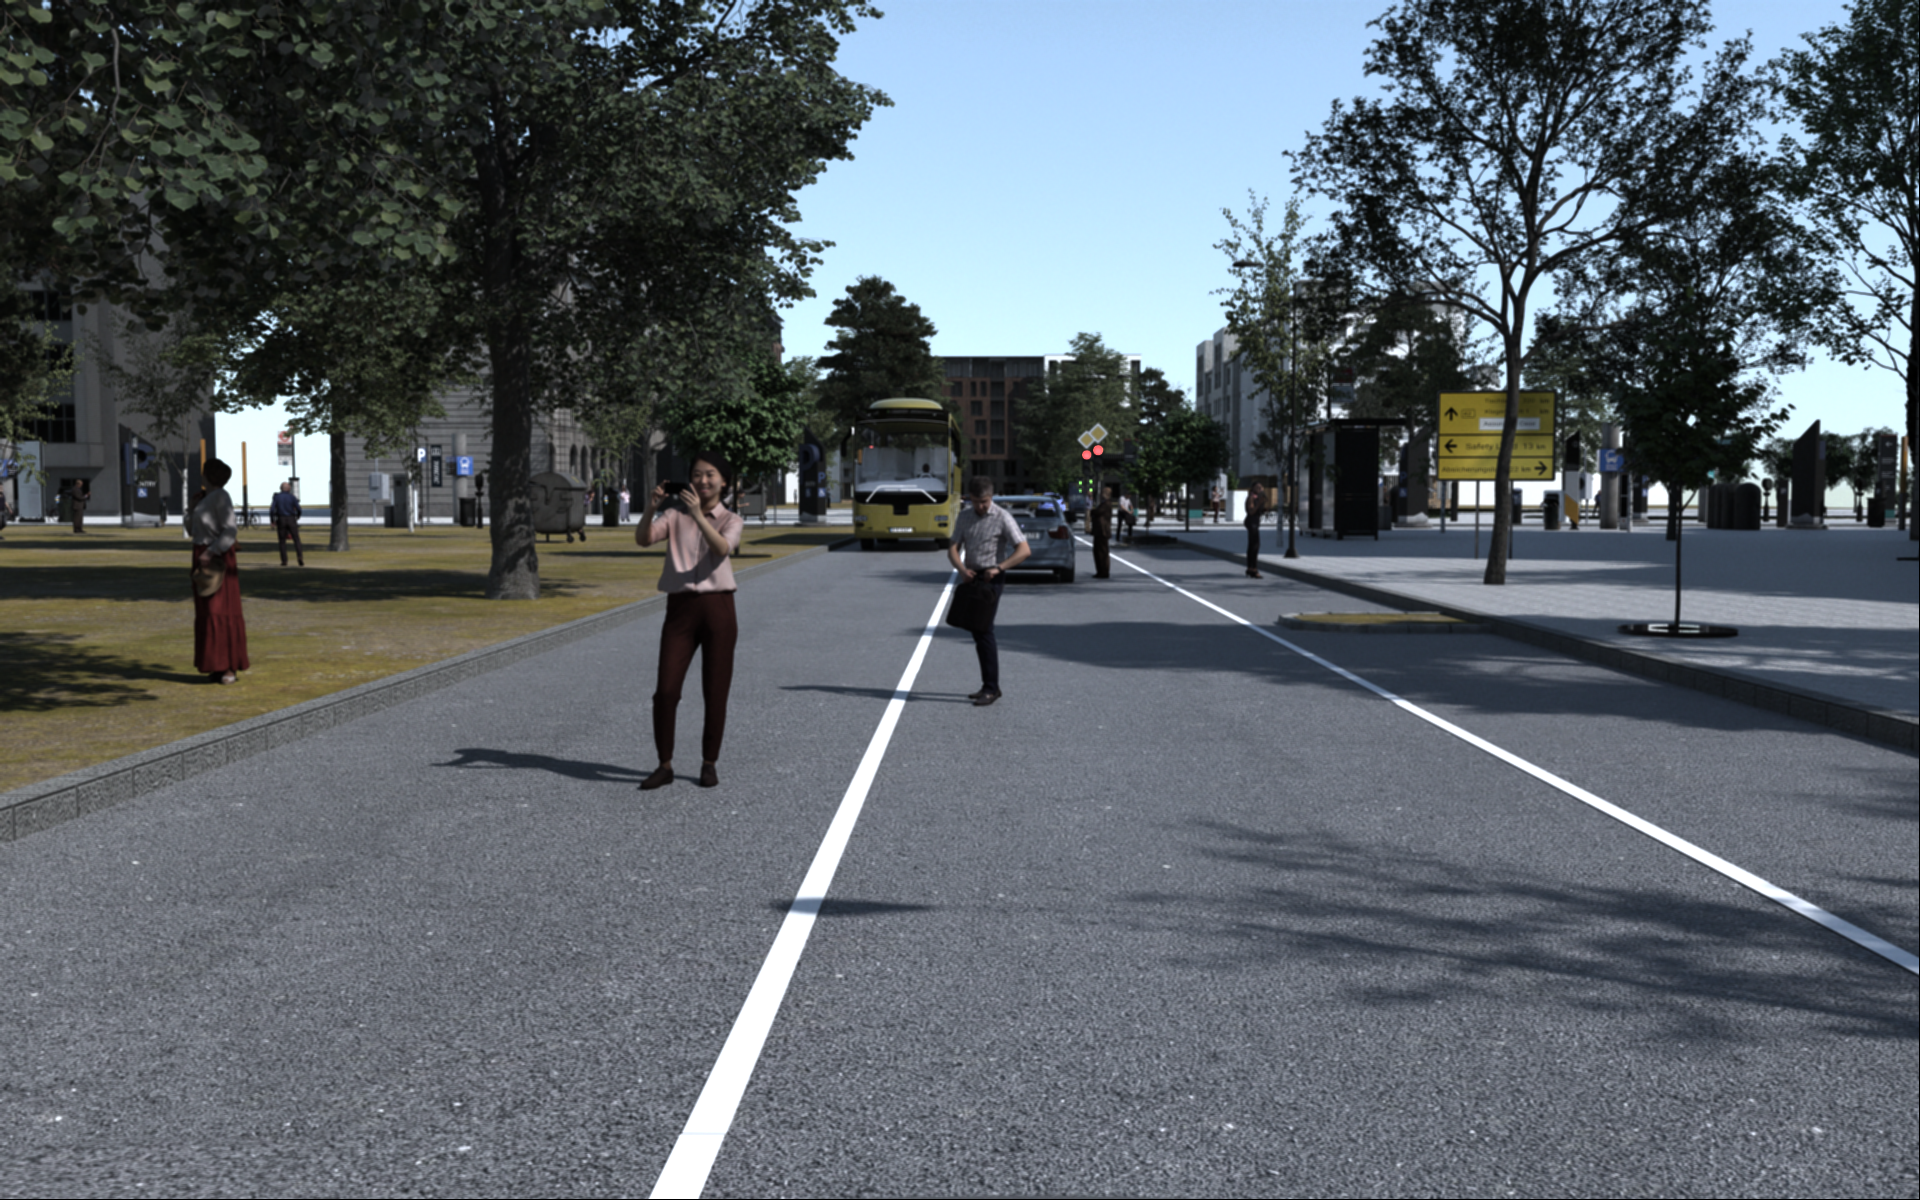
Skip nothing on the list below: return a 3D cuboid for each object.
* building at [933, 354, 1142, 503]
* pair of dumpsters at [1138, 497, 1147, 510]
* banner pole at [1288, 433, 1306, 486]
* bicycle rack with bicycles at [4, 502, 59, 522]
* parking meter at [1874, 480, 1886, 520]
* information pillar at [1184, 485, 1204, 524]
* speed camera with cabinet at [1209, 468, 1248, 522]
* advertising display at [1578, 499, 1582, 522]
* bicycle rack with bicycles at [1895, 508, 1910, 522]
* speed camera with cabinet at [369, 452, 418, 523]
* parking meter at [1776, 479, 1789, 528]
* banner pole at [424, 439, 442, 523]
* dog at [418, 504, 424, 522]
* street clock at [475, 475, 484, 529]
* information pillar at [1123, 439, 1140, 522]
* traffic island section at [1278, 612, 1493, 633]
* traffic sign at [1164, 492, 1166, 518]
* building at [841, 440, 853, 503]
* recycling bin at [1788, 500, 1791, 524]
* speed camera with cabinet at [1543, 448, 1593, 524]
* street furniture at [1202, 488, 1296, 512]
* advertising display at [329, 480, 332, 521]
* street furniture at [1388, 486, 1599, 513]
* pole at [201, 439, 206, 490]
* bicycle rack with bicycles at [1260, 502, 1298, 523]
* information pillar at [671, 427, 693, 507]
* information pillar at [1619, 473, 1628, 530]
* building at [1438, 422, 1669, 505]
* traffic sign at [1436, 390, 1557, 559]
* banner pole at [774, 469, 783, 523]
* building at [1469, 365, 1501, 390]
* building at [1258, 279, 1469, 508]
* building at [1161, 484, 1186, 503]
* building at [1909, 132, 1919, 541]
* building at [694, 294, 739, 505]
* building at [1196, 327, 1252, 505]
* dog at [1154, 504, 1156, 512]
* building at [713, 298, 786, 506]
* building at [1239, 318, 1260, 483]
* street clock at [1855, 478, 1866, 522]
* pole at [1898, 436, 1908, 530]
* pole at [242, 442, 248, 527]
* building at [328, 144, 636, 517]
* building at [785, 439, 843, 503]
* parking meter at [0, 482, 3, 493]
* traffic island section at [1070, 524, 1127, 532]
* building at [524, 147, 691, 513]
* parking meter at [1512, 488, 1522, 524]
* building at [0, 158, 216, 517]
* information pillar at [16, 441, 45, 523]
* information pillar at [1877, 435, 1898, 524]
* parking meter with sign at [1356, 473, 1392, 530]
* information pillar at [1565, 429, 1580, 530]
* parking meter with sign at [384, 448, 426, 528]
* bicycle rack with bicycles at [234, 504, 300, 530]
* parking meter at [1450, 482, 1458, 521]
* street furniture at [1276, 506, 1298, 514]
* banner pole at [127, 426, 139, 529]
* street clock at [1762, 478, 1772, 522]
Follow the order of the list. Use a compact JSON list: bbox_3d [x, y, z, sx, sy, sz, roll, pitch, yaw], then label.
[{"bbox_3d":[10.396,-25.878,267.083,32.646,21.610,27.936,0,4,1],"label":"building"},{"bbox_3d":[14.143,-8.279,137.861,1.574,2.255,4.436,0,4,1],"label":"pair of dumpsters"},{"bbox_3d":[12.606,-4.558,64.547,0.863,3.779,0.401,0,4,0],"label":"banner pole"},{"bbox_3d":[-43.530,-4.081,80.109,2.925,0.926,2.852,2,4,26],"label":"bicycle rack with bicycles"},{"bbox_3d":[39.568,-4.208,74.520,0.255,1.863,0.399,-2,4,-25],"label":"parking meter"},{"bbox_3d":[10.215,-5.266,75.484,0.750,3.857,0.750,0,4,-3],"label":"information pillar"},{"bbox_3d":[12.538,-5.293,80.878,2.038,3.252,0.660,-3,4,-36],"label":"speed camera with cabinet"},{"bbox_3d":[28.322,-4.534,79.337,0.123,1.923,0.974,2,4,31],"label":"advertising display"},{"bbox_3d":[44.811,-4.050,79.597,2.852,0.926,2.925,-2,4,-29],"label":"bicycle rack with bicycles"},{"bbox_3d":[-24.711,-4.965,75.505,2.038,3.252,0.660,1,4,14],"label":"speed camera with cabinet"},{"bbox_3d":[31.445,-3.702,66.239,0.399,1.863,0.255,1,4,16],"label":"parking meter"},{"bbox_3d":[-23.663,-5.367,77.759,0.863,3.779,0.401,-1,4,-9],"label":"banner pole"},{"bbox_3d":[-25.139,-4.052,80.624,0.513,0.831,0.800,0,4,-6],"label":"dog"},{"bbox_3d":[-17.886,-3.664,64.475,0.358,2.002,0.471,0,4,-5],"label":"street clock"},{"bbox_3d":[8.033,-5.620,81.269,0.750,3.857,0.750,1,4,10],"label":"information pillar"},{"bbox_3d":[4.515,0.248,18.816,1.991,0.108,1.994,0,4,1],"label":"traffic island section"},{"bbox_3d":[11.151,-5.756,94.221,0.768,2.556,0.104,0,4,3],"label":"traffic sign"},{"bbox_3d":[-11.943,-24.777,261.524,11.380,20.091,16.016,0,4,1],"label":"building"},{"bbox_3d":[36.174,-3.858,75.630,0.722,1.027,0.722,1,4,11],"label":"recycling bin"},{"bbox_3d":[26.459,-4.958,75.403,0.660,3.252,2.038,-3,4,-39],"label":"speed camera with cabinet"},{"bbox_3d":[22.819,-7.501,129.499,9.812,1.723,11.010,1,4,19],"label":"street furniture"},{"bbox_3d":[-29.433,-4.678,81.702,0.974,1.923,0.123,3,5,41],"label":"advertising display"},{"bbox_3d":[38.621,-7.733,131.456,14.083,1.986,27.439,0,4,-1],"label":"street furniture"},{"bbox_3d":[-28.100,-4.314,64.371,0.158,3.312,0.155,0,3,0],"label":"pole"},{"bbox_3d":[14.381,-3.946,77.894,2.852,0.926,2.925,3,4,37],"label":"bicycle rack with bicycles"},{"bbox_3d":[-10.410,-4.632,65.114,0.750,3.857,0.750,1,4,20],"label":"information pillar"},{"bbox_3d":[23.682,-3.496,61.650,0.304,2.012,0.304,3,4,37],"label":"information pillar"},{"bbox_3d":[70.090,-15.931,202.625,28.070,9.664,9.099,0,4,1],"label":"building"},{"bbox_3d":[10.516,-2.456,34.036,2.265,3.308,0.079,1,4,8],"label":"traffic sign"},{"bbox_3d":[-8.001,-5.262,76.045,0.401,3.779,0.863,2,4,26],"label":"banner pole"},{"bbox_3d":[73.314,-24.666,259.708,11.380,20.091,16.016,0,4,1],"label":"building"},{"bbox_3d":[36.497,-18.461,158.257,16.016,20.091,11.380,0,4,1],"label":"building"},{"bbox_3d":[41.106,-19.322,258.066,28.070,9.664,9.099,0,4,1],"label":"building"},{"bbox_3d":[31.805,-14.546,35.097,12.463,27.353,25.104,0,4,1],"label":"building"},{"bbox_3d":[-29.426,-19.149,169.498,16.016,20.091,11.380,0,4,1],"label":"building"},{"bbox_3d":[36.282,-19.871,191.341,16.747,18.905,31.486,0,4,1],"label":"building"},{"bbox_3d":[13.914,-6.705,124.009,0.800,0.831,0.513,2,4,34],"label":"dog"},{"bbox_3d":[-37.102,-21.446,194.609,32.646,21.610,27.936,0,4,1],"label":"building"},{"bbox_3d":[35.798,-19.174,169.916,16.016,20.091,11.380,0,4,1],"label":"building"},{"bbox_3d":[41.537,-4.609,79.923,0.358,2.002,0.471,-1,4,-13],"label":"street clock"},{"bbox_3d":[33.423,-4.130,61.364,0.158,3.312,0.155,0,3,0],"label":"pole"},{"bbox_3d":[-27.798,-4.494,67.323,0.158,3.312,0.155,0,3,0],"label":"pole"},{"bbox_3d":[-28.355,-16.170,106.187,13.314,21.916,24.055,0,4,1],"label":"building"},{"bbox_3d":[-31.722,-19.377,258.961,28.070,9.664,9.099,0,4,1],"label":"building"},{"bbox_3d":[-43.302,-4.423,78.030,0.255,1.863,0.399,-1,4,-14],"label":"parking meter"},{"bbox_3d":[5.383,-2.772,67.599,2.009,0.180,2.903,0,4,1],"label":"traffic island section"},{"bbox_3d":[-27.502,-18.961,128.039,12.078,24.808,19.932,0,4,1],"label":"building"},{"bbox_3d":[23.929,-4.034,74.365,0.372,1.533,0.369,0,3,0],"label":"parking meter"},{"bbox_3d":[-62.253,-17.344,102.634,30.058,24.678,14.314,0,4,1],"label":"building"},{"bbox_3d":[-41.284,-5.238,76.949,1.656,3.620,0.184,2,4,29],"label":"information pillar"},{"bbox_3d":[40.494,-5.279,75.685,0.750,3.857,0.750,1,4,18],"label":"information pillar"},{"bbox_3d":[14.779,-4.021,62.002,0.543,3.016,1.738,-2,4,-28],"label":"parking meter with sign"},{"bbox_3d":[21.992,-4.330,62.154,0.504,3.616,0.183,2,4,24],"label":"information pillar"},{"bbox_3d":[-21.073,-4.243,65.632,1.738,3.016,0.543,2,4,24],"label":"parking meter with sign"},{"bbox_3d":[-25.119,-3.024,62.821,2.852,0.926,2.925,0,4,0],"label":"bicycle rack with bicycles"},{"bbox_3d":[23.220,-4.627,81.364,0.255,1.863,0.399,0,4,2],"label":"parking meter"},{"bbox_3d":[25.563,-6.109,115.511,10.072,0.657,5.734,-1,4,-9],"label":"street furniture"},{"bbox_3d":[-30.624,-4.538,64.216,0.401,3.779,0.863,0,4,-1],"label":"banner pole"},{"bbox_3d":[37.128,-4.596,79.718,0.471,2.002,0.358,-2,4,-31],"label":"street clock"}]
